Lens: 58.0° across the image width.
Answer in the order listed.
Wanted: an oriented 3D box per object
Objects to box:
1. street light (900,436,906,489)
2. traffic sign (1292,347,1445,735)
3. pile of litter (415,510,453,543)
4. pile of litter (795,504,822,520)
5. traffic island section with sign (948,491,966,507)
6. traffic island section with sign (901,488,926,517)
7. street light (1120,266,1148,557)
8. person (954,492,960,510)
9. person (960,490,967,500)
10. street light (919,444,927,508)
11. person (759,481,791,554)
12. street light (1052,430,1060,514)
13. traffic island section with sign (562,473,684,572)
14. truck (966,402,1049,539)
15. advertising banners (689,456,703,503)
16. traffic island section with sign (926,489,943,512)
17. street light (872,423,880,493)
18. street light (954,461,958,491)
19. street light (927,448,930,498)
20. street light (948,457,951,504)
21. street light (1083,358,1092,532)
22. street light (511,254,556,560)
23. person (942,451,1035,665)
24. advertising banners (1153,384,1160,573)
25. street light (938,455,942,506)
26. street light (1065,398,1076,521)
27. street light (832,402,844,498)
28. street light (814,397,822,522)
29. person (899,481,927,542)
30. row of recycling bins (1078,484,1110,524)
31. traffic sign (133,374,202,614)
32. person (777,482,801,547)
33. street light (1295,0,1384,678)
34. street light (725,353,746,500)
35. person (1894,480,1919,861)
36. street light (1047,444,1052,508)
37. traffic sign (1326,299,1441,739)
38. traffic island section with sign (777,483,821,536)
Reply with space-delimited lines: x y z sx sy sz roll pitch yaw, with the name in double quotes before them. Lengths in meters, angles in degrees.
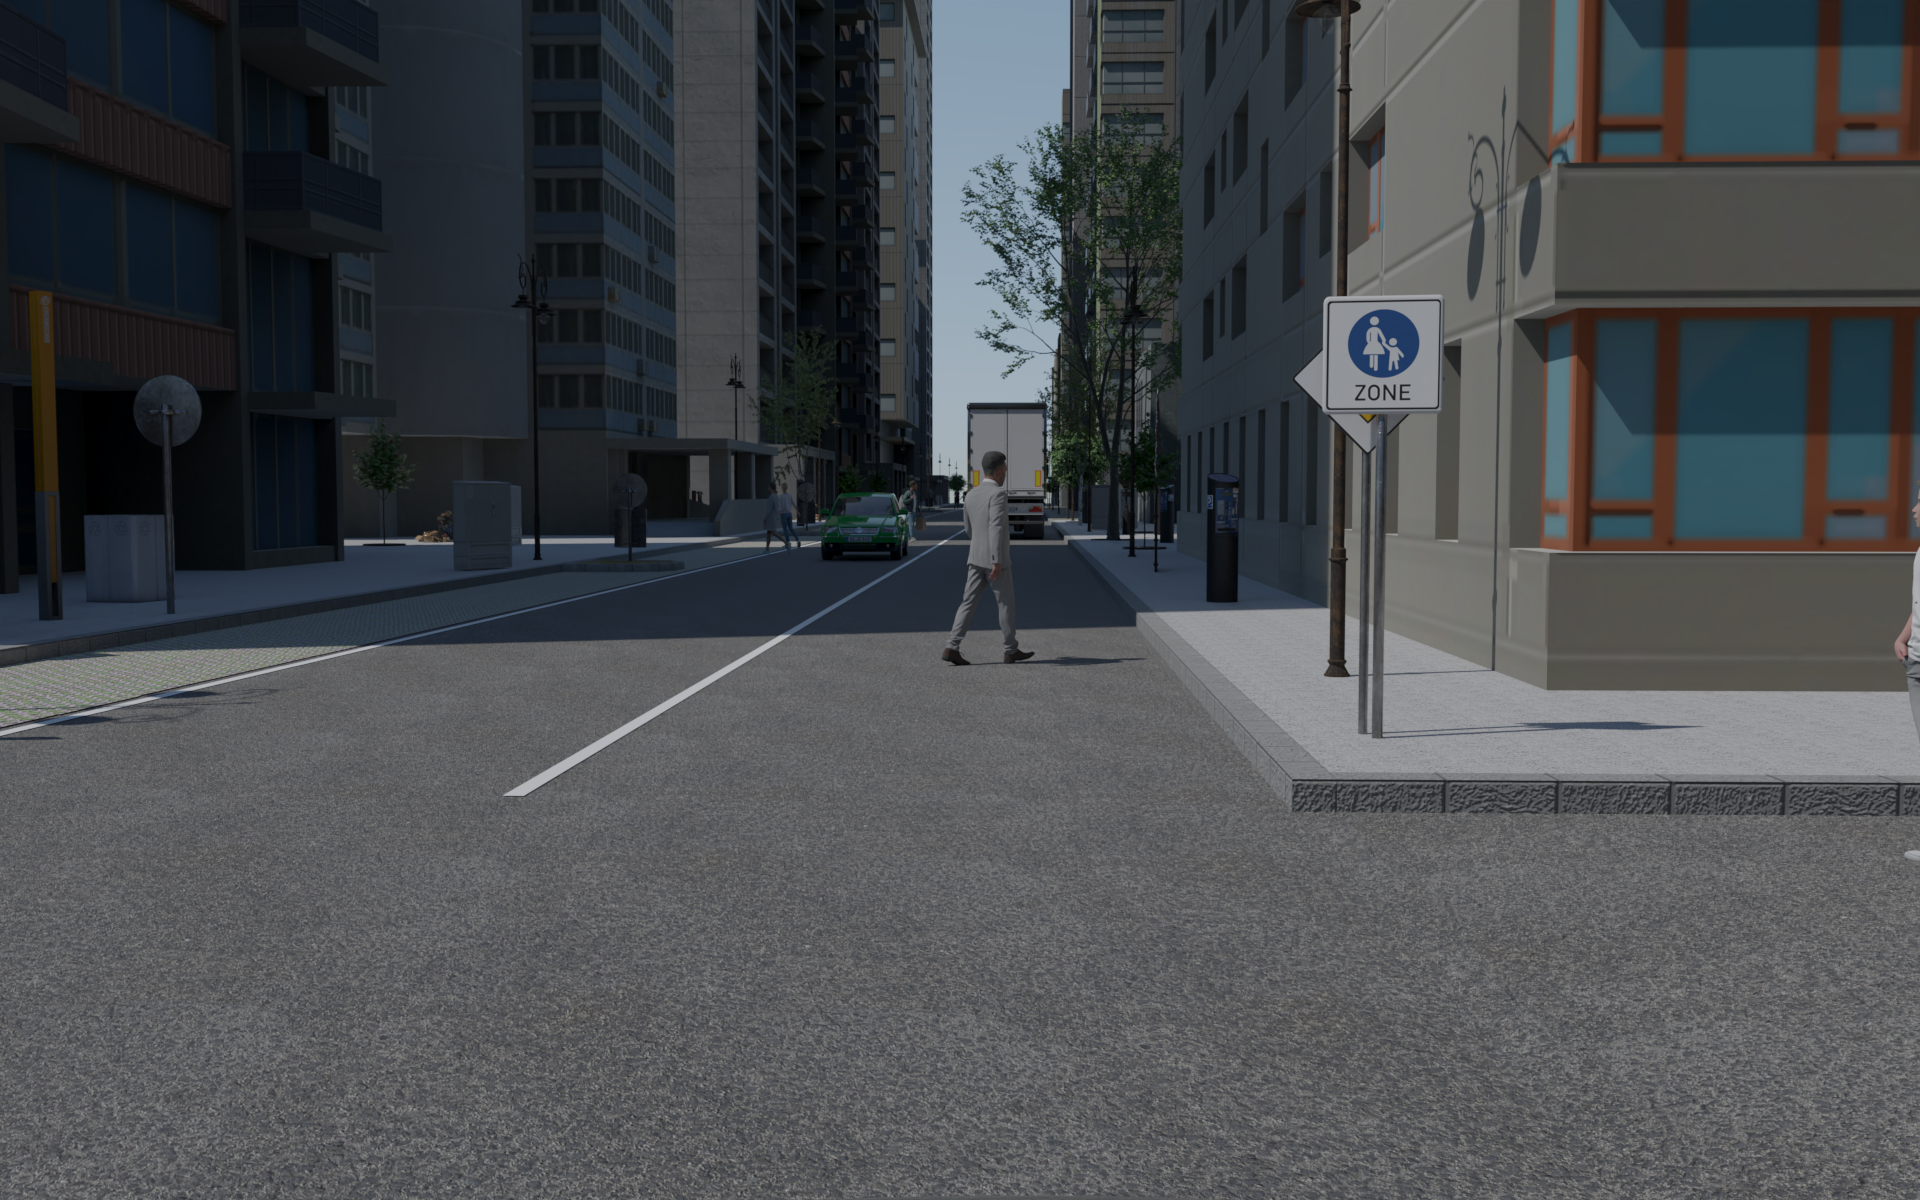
"street light" -4.418 -9.859 133.982 0.468 5.910 1.993 0 4 2
"traffic sign" 2.150 -0.340 9.195 0.795 2.450 0.064 0 4 2
"pile of litter" -14.034 -1.982 46.375 1.176 0.858 1.719 0 4 5
"pile of litter" -7.240 -4.305 84.345 1.719 0.858 1.176 2 4 26
"traffic island section with sign" -0.265 -11.222 192.102 1.989 1.847 2.006 0 4 2
"traffic island section with sign" -3.372 -6.169 109.491 1.989 1.847 2.006 0 4 2
"street light" 3.515 -3.817 35.201 0.468 5.910 1.993 0 4 2
"person" -0.313 -9.069 158.250 0.593 1.643 0.415 -2 4 -31
"person" 0.611 -8.094 140.858 1.348 1.821 0.705 -1 4 -10
"street light" -3.555 -11.294 157.446 0.468 5.910 1.993 0 4 2
"person" -4.404 -1.950 41.137 0.760 1.731 0.466 -1 4 -23
"street light" 6.486 -8.608 113.531 0.468 5.910 1.993 0 4 2
"traffic island section with sign" -6.258 -1.461 32.512 1.989 1.847 2.006 0 4 2
"truck" 1.649 -4.258 58.539 2.839 4.237 11.283 0 4 2
"advertising banners" -11.713 -4.900 76.310 0.090 3.025 2.074 1 4 11
"traffic island section with sign" -2.360 -7.816 136.427 1.989 1.847 2.006 0 4 2
"street light" -5.308 -8.441 110.799 0.468 5.910 1.993 0 4 2
"street light" -0.500 -16.356 240.213 0.468 5.910 1.993 0 4 2
"street light" -3.107 -12.034 169.543 0.468 5.910 1.993 0 4 2
"street light" -1.315 -14.927 216.836 0.468 5.910 1.993 0 4 2
"street light" 4.394 -5.254 58.693 0.468 5.910 1.993 0 4 2
"street light" -8.211 -3.713 33.495 0.468 5.910 1.993 0 4 2
"person" 0.226 -0.353 14.552 0.850 1.792 0.678 -2 4 -35
"advertising banners" 3.248 -1.984 28.618 0.090 3.025 2.074 0 4 6
"street light" -2.237 -13.509 193.654 0.468 5.910 1.993 0 4 2
"street light" 5.416 -6.735 82.906 0.468 5.910 1.993 0 4 2
"street light" -6.162 -7.004 87.299 0.468 5.910 1.993 0 4 2
"street light" -6.496 -6.567 80.151 0.468 5.910 1.993 0 4 2
"person" -1.388 -2.620 51.321 0.794 1.824 0.713 -3 5 -41
"row of recycling bins" 5.974 -4.151 74.977 1.069 1.692 3.534 -1 4 -12
"traffic sign" -8.451 -1.123 18.471 0.768 2.556 0.104 0 4 6
"person" -4.504 -2.275 46.362 0.598 1.740 0.731 2 4 29
"street light" 2.654 -2.399 12.016 0.468 5.910 1.993 0 4 2
"street light" -7.357 -5.149 56.966 0.468 5.910 1.993 0 4 2
"person" 3.821 0.273 6.641 0.523 1.515 0.503 -2 4 -34
"street light" 7.347 -10.026 136.715 0.468 5.910 1.993 0 4 2
"traffic sign" 2.192 -0.422 9.033 0.606 2.300 0.079 1 4 10
"traffic island section with sign" -5.248 -3.108 59.449 1.989 1.847 2.006 0 4 2
